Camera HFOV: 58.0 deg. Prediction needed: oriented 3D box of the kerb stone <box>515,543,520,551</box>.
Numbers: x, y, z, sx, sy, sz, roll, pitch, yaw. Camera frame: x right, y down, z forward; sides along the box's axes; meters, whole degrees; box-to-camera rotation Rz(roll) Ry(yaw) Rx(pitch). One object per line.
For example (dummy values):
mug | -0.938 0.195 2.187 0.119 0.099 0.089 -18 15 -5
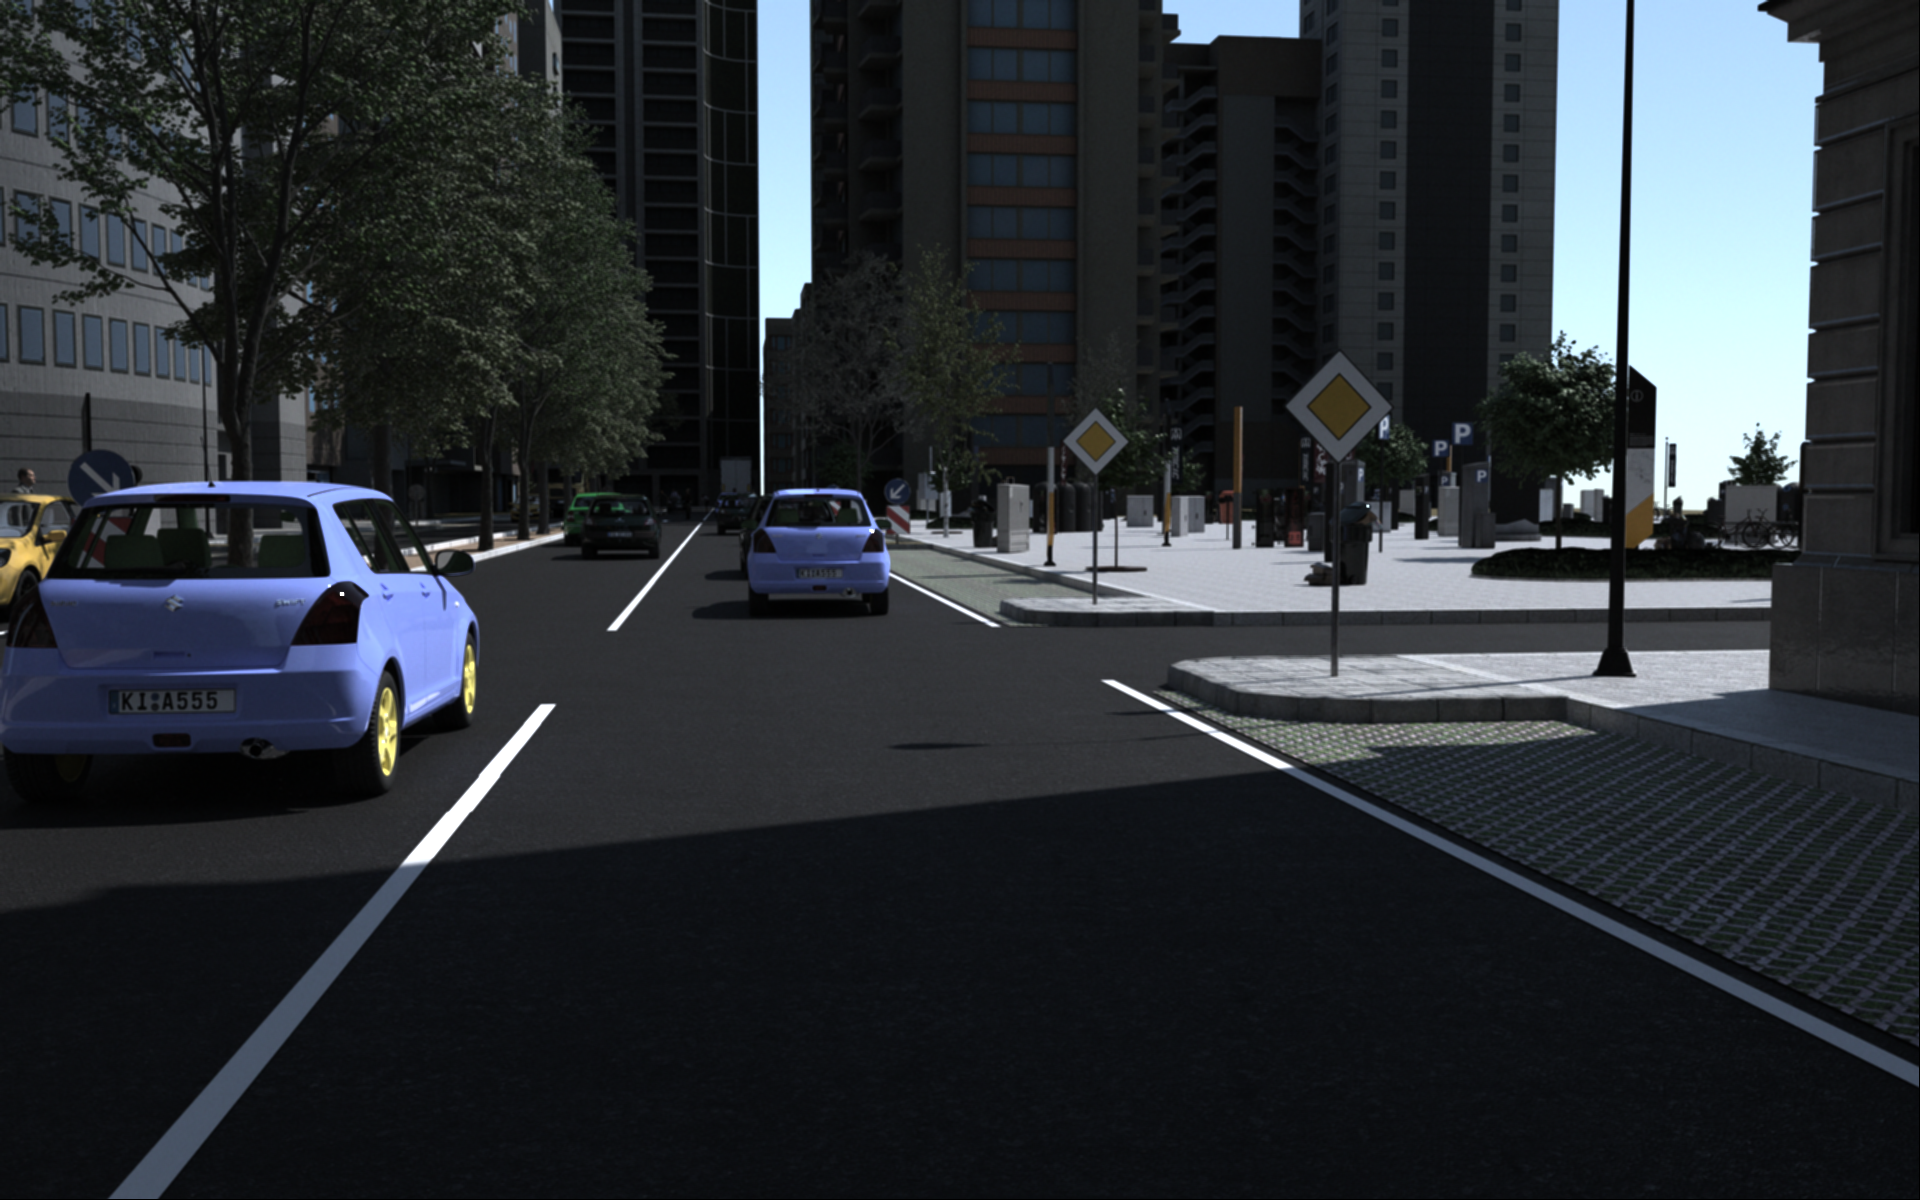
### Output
kerb stone | -11.185 -1.286 43.270 0.120 0.150 1.000 0 4 -8

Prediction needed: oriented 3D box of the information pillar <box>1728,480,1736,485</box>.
information pillar | 40.505 -5.287 90.937 0.304 2.012 0.304 0 4 -8

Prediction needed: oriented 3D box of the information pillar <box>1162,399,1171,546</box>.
information pillar | 5.093 -3.128 42.492 0.183 3.616 0.504 0 4 -2

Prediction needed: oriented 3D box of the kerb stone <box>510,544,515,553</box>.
kerb stone | -11.046 -1.227 42.255 0.120 0.150 1.000 0 4 -8

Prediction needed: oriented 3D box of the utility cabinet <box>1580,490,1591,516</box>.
utility cabinet | 33.949 -5.170 93.210 1.173 1.500 0.318 -1 4 -21

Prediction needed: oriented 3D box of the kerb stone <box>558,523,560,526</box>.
kerb stone | -17.653 -3.250 75.468 0.120 0.150 1.000 0 4 -8

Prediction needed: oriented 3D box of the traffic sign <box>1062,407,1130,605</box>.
traffic sign | 1.562 -1.003 20.037 0.795 2.450 0.064 0 4 -8

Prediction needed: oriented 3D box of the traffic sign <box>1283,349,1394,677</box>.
traffic sign | 2.632 -0.519 12.124 0.795 2.450 0.064 0 4 -8

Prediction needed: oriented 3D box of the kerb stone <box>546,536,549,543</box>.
kerb stone | -12.140 -1.723 50.374 0.120 0.150 1.000 0 4 -8

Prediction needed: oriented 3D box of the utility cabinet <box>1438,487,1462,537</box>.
utility cabinet | 14.866 -2.638 51.810 1.173 1.500 0.318 -2 4 -27

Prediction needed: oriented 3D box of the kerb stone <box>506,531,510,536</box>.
kerb stone | -15.314 -2.201 58.174 0.120 0.150 1.000 0 4 -8

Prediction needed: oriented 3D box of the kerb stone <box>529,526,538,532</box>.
kerb stone | -16.552 -2.760 67.325 0.120 0.150 1.000 0 4 -8

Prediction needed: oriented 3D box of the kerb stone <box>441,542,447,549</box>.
kerb stone | -13.533 -1.392 44.984 0.120 0.150 1.000 0 4 -8

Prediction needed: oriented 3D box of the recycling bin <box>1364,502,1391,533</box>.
recycling bin | 13.991 -2.783 58.053 0.722 1.027 0.722 0 4 -5

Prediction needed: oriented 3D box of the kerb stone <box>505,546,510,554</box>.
kerb stone | -10.909 -1.165 41.242 0.120 0.150 1.000 0 4 -8

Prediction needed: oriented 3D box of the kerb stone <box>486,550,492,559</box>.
kerb stone | -10.497 -0.964 38.194 0.120 0.150 1.000 0 4 -8

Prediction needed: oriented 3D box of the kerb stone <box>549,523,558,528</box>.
kerb stone | -17.513 -3.196 74.451 0.120 0.150 1.000 0 4 -8

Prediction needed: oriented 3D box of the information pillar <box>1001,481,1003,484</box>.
information pillar | 2.467 -5.512 94.619 0.304 2.012 0.304 -3 5 -42

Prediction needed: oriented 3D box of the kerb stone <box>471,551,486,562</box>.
kerb stone | -10.359 -0.911 37.174 0.120 0.150 1.000 0 4 -8

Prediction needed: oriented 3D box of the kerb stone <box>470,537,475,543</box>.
kerb stone | -14.212 -1.701 50.059 0.120 0.150 1.000 0 4 -8

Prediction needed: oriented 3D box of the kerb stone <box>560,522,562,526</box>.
kerb stone | -17.784 -3.321 76.490 0.120 0.150 1.000 0 4 -8

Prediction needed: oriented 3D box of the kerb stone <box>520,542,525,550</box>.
kerb stone | -11.311 -1.351 44.284 0.120 0.150 1.000 0 4 -8

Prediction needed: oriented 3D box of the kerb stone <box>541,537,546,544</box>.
kerb stone | -11.997 -1.661 49.350 0.120 0.150 1.000 0 4 -8

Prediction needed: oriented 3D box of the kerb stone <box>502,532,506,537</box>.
kerb stone | -15.181 -2.138 57.153 0.120 0.150 1.000 0 4 -8

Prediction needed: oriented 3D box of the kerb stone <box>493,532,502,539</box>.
kerb stone | -15.040 -2.076 56.141 0.120 0.150 1.000 0 4 -8

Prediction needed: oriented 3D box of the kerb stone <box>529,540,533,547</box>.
kerb stone | -11.598 -1.475 46.309 0.120 0.150 1.000 0 4 -8

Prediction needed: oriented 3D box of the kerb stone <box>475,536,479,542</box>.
kerb stone | -14.351 -1.766 51.071 0.120 0.150 1.000 0 4 -8

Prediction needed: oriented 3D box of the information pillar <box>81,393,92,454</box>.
information pillar | -20.242 -2.987 40.198 0.183 3.616 0.504 -3 5 -40

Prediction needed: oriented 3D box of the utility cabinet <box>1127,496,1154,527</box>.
utility cabinet | 6.990 -3.430 67.237 1.020 1.237 0.306 0 4 3

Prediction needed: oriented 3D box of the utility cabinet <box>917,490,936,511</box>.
utility cabinet | -1.811 -5.176 93.314 0.318 1.500 1.173 3 5 43

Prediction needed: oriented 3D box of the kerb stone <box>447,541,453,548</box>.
kerb stone | -13.673 -1.452 45.996 0.120 0.150 1.000 0 4 -8

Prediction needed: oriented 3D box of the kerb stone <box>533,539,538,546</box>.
kerb stone | -11.726 -1.533 47.323 0.120 0.150 1.000 0 4 -8

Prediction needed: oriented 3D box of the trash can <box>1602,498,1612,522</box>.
trash can | 26.169 -3.548 69.658 0.748 1.137 0.748 0 3 0

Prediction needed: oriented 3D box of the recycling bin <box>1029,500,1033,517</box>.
recycling bin | 2.986 -3.867 75.784 0.722 1.027 0.722 2 4 35

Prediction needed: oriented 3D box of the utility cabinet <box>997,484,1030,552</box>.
utility cabinet | 1.183 -1.794 38.003 0.318 1.500 1.173 2 4 24

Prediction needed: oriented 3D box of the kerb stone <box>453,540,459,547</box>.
kerb stone | -13.801 -1.518 47.010 0.120 0.150 1.000 0 4 -8

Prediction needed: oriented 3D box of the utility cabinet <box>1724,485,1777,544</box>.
utility cabinet | 19.992 -2.148 43.802 1.173 1.500 0.318 2 4 26

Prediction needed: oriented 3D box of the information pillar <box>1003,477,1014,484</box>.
information pillar | 2.162 -4.317 75.078 0.304 2.012 0.304 -1 4 -12

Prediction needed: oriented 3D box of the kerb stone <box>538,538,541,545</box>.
kerb stone | -11.866 -1.597 48.336 0.120 0.150 1.000 0 4 -8

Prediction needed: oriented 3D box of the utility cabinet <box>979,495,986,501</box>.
utility cabinet | 0.687 -4.124 78.590 1.020 1.237 0.306 2 4 29

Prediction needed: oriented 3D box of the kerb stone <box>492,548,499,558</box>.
kerb stone | -10.631 -1.041 39.210 0.120 0.150 1.000 0 4 -8

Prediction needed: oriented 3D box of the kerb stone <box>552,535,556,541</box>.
kerb stone | -12.411 -1.848 52.406 0.120 0.150 1.000 0 4 -8

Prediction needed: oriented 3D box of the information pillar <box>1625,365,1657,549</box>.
information pillar | 12.342 -2.452 31.446 0.504 3.616 0.183 1 4 12

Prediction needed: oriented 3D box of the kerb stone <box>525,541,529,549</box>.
kerb stone | -11.455 -1.413 45.296 0.120 0.150 1.000 0 4 -8

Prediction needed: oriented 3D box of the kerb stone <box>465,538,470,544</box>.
kerb stone | -14.081 -1.642 49.040 0.120 0.150 1.000 0 4 -8

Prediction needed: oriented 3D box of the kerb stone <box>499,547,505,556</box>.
kerb stone | -10.763 -1.103 40.223 0.120 0.150 1.000 0 4 -8

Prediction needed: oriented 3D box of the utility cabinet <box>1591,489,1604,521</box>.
utility cabinet | 27.102 -3.961 73.441 0.318 1.500 1.173 1 4 15

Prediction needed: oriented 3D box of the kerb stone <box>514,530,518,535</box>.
kerb stone | -15.585 -2.322 60.212 0.120 0.150 1.000 0 4 -8

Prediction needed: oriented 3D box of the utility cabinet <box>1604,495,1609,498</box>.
utility cabinet | 34.844 -5.059 93.883 0.306 1.237 1.020 0 4 3

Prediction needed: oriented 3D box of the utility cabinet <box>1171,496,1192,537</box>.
utility cabinet | 6.661 -2.526 52.460 0.306 1.237 1.020 1 4 22

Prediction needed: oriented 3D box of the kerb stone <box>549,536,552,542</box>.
kerb stone | -12.282 -1.786 51.392 0.120 0.150 1.000 0 4 -8

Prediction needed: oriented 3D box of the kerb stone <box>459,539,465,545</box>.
kerb stone | -13.945 -1.580 48.027 0.120 0.150 1.000 0 4 -8

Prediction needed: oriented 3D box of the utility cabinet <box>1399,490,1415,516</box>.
utility cabinet | 23.207 -4.942 89.486 0.318 1.500 1.173 -2 4 -24

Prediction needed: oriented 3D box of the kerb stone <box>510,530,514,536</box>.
kerb stone | -15.454 -2.263 59.198 0.120 0.150 1.000 0 4 -8

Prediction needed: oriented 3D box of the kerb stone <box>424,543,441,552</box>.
kerb stone | -13.394 -1.332 43.970 0.120 0.150 1.000 0 4 -8

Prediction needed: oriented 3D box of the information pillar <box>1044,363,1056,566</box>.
information pillar | 1.609 -2.411 30.778 0.183 3.616 0.504 0 4 -2

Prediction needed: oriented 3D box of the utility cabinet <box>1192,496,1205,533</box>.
utility cabinet | 7.639 -2.836 57.534 1.020 1.237 0.306 -2 4 -26
